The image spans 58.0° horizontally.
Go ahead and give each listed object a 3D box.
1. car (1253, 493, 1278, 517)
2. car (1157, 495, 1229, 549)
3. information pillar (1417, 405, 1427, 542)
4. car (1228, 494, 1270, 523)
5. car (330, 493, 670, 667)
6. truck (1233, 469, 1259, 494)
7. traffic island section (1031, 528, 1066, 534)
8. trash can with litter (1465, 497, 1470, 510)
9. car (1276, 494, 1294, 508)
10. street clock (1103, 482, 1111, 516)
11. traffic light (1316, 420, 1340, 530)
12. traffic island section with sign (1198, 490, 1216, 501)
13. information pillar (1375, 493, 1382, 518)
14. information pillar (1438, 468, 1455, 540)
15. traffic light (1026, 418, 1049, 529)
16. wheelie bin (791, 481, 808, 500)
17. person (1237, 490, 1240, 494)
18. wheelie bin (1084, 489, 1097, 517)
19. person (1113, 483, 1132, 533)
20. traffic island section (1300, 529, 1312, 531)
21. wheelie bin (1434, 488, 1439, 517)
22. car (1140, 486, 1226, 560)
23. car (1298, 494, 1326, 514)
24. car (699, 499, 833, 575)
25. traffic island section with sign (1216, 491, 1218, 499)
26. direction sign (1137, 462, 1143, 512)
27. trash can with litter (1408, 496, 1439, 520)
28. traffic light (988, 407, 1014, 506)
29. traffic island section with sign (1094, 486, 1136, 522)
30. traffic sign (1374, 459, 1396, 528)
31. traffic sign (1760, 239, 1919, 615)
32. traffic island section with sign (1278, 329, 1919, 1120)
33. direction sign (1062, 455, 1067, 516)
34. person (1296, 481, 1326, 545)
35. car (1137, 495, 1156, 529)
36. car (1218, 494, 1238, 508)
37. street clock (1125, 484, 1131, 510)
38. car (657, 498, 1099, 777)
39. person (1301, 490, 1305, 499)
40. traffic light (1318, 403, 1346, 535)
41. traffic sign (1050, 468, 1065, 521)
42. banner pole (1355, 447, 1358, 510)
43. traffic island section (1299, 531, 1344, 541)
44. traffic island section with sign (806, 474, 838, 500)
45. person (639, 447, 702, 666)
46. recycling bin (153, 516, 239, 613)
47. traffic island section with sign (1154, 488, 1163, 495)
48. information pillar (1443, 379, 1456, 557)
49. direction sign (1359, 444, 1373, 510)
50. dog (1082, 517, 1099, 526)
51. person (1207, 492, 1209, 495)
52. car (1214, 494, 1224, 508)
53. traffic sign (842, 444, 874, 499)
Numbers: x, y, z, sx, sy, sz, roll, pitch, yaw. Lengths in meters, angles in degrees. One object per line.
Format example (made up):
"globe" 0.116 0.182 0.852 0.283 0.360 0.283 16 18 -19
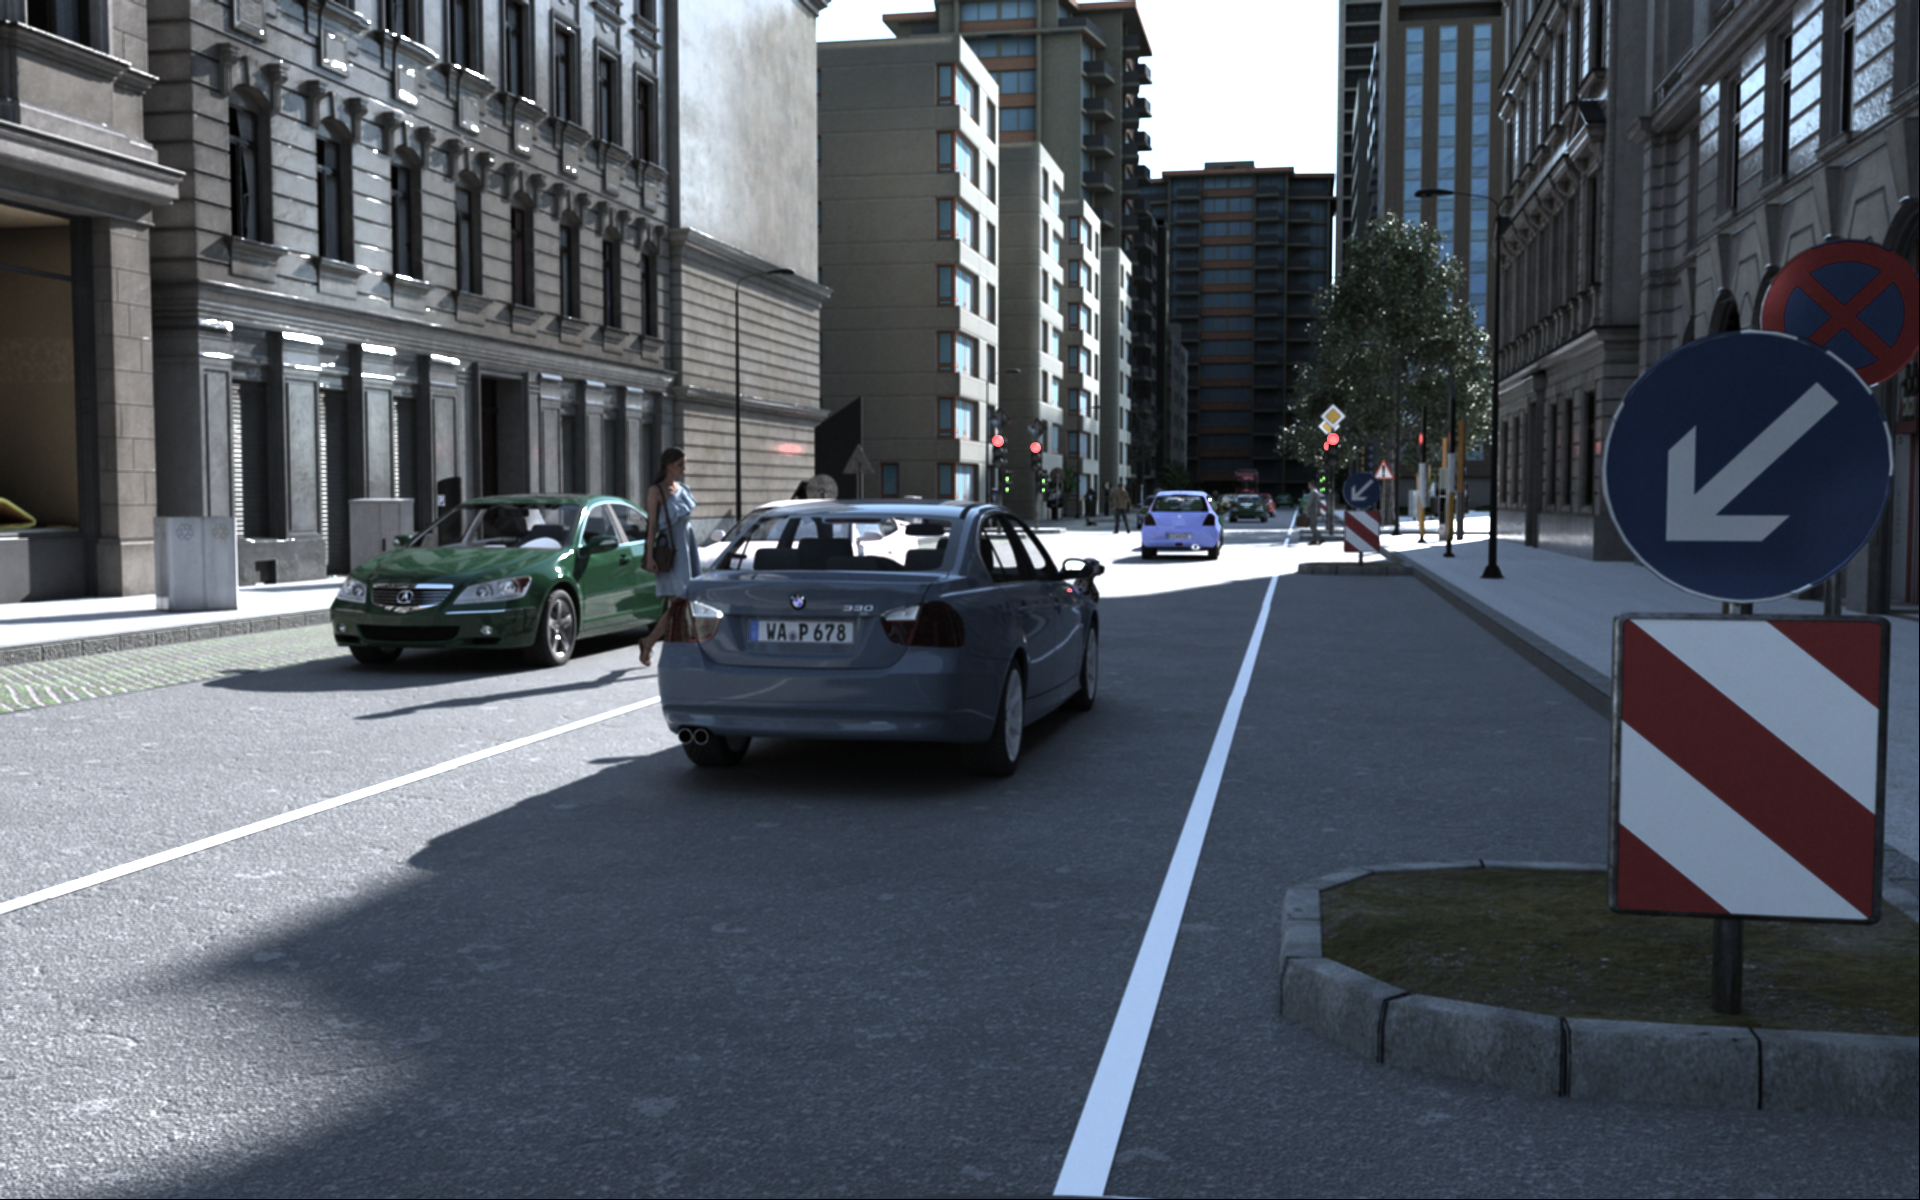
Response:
"car" 18.861 -6.098 108.746 2.155 1.783 4.494 1 4 13
"car" 6.181 -2.137 46.743 2.131 1.459 4.920 1 4 10
"information pillar" 12.293 -3.346 46.057 0.183 3.616 0.504 0 4 3
"car" 14.791 -4.704 88.707 2.131 1.459 4.920 1 4 12
"car" -3.927 -0.257 15.994 2.131 1.459 4.920 1 4 11
"truck" 32.494 -12.688 196.361 2.839 4.237 11.283 1 4 11
"traffic island section" 2.802 -2.541 63.823 2.009 0.180 2.903 1 4 11
"trash can with litter" 38.811 -7.424 132.766 0.624 1.170 1.055 1 4 8
"car" 34.702 -10.778 185.020 1.959 1.807 4.718 1 4 12
"street clock" 8.678 -5.981 102.362 0.471 2.002 0.358 -2 4 -24
"traffic light" 13.106 -4.450 61.677 0.839 4.253 0.868 1 4 11
"traffic island section with sign" 22.860 -9.479 163.610 1.989 1.847 2.006 1 4 11
"information pillar" 21.294 -5.106 87.972 0.304 2.012 0.304 2 4 30
"information pillar" 13.503 -2.665 48.066 0.304 2.012 0.304 -2 4 -27
"traffic light" 2.839 -4.572 63.681 0.839 4.253 0.868 1 4 11
"wheelie bin" -3.584 -2.039 41.247 0.693 1.594 0.980 2 4 28
"person" 28.192 -10.182 175.115 0.705 1.807 1.348 0 4 1
"wheelie bin" 7.460 -5.555 98.739 0.693 1.594 0.980 -1 4 -11
"person" 5.917 -3.345 63.102 0.656 1.842 0.836 -2 4 -35
"traffic island section" 13.143 -2.416 61.783 2.009 0.180 2.903 1 4 11
"wheelie bin" 26.510 -5.335 95.143 0.980 1.594 0.693 -1 4 -17
"car" 5.031 -1.812 39.220 1.945 1.707 3.694 1 4 9
"car" 25.300 -7.073 124.447 1.959 1.807 4.718 1 4 11
"car" -1.779 -0.503 20.587 2.083 1.381 4.827 1 4 13
"traffic island section with sign" 28.068 -11.097 190.059 1.989 1.847 2.006 1 4 11
"direction sign" 12.872 -8.075 124.020 0.379 3.537 0.876 -1 4 -21
"trash can with litter" 22.875 -4.512 84.832 2.233 1.210 1.678 0 4 -7
"traffic light" 1.292 -4.093 55.846 0.839 4.253 0.868 1 4 11
"traffic island section with sign" 7.924 -4.855 88.015 1.989 1.847 2.006 1 4 11
"traffic sign" 15.795 -3.953 64.629 0.884 2.594 0.081 1 4 17
"traffic sign" 4.435 -0.530 8.766 0.768 2.556 0.104 1 4 17
"traffic island section with sign" 1.941 0.223 4.976 1.989 1.847 2.006 1 4 11
"direction sign" 6.005 -6.549 99.073 0.379 3.537 0.876 0 4 6
"person" 9.947 -2.463 48.896 0.853 1.813 0.709 2 4 24
"car" 8.414 -3.675 72.090 2.014 1.417 4.499 1 4 12
"car" 21.965 -7.965 140.447 2.015 1.641 3.980 1 4 12
"street clock" 12.064 -7.328 124.377 0.471 2.002 0.358 0 4 -1
"car" -0.284 0.110 10.208 2.014 1.417 4.499 1 4 13
"person" 29.954 -8.691 151.143 0.434 1.755 0.990 2 4 27
"traffic light" 11.559 -3.971 53.843 0.839 4.253 0.868 1 4 11
"traffic sign" 4.670 -5.086 83.263 0.768 2.556 0.104 1 4 18
"banner pole" 19.332 -5.773 84.412 0.401 3.779 0.863 1 4 16
"traffic island section" 11.596 -1.937 53.949 2.009 0.180 2.903 1 4 11
"traffic island section with sign" -2.794 -1.537 33.763 1.989 1.847 2.006 1 4 11
"person" -2.371 -0.332 14.018 0.778 1.811 0.616 2 4 35
"recycling bin" -8.470 -0.406 19.199 0.722 1.027 0.722 -3 4 -36
"traffic island section with sign" 13.176 -6.483 114.632 1.989 1.847 2.006 1 4 11
"information pillar" 9.988 -2.684 35.243 0.183 3.616 0.504 1 4 8
"direction sign" 18.238 -5.251 77.855 0.876 3.537 0.379 -2 4 -33
"dog" 5.862 -3.520 77.745 0.550 0.427 0.748 -2 4 -35
"person" 31.194 -12.795 218.426 0.721 1.735 1.217 -1 4 -23
"car" 24.470 -9.019 159.256 2.131 1.459 4.920 1 4 12
"traffic sign" -2.665 -2.767 45.245 0.884 2.594 0.081 1 4 17
